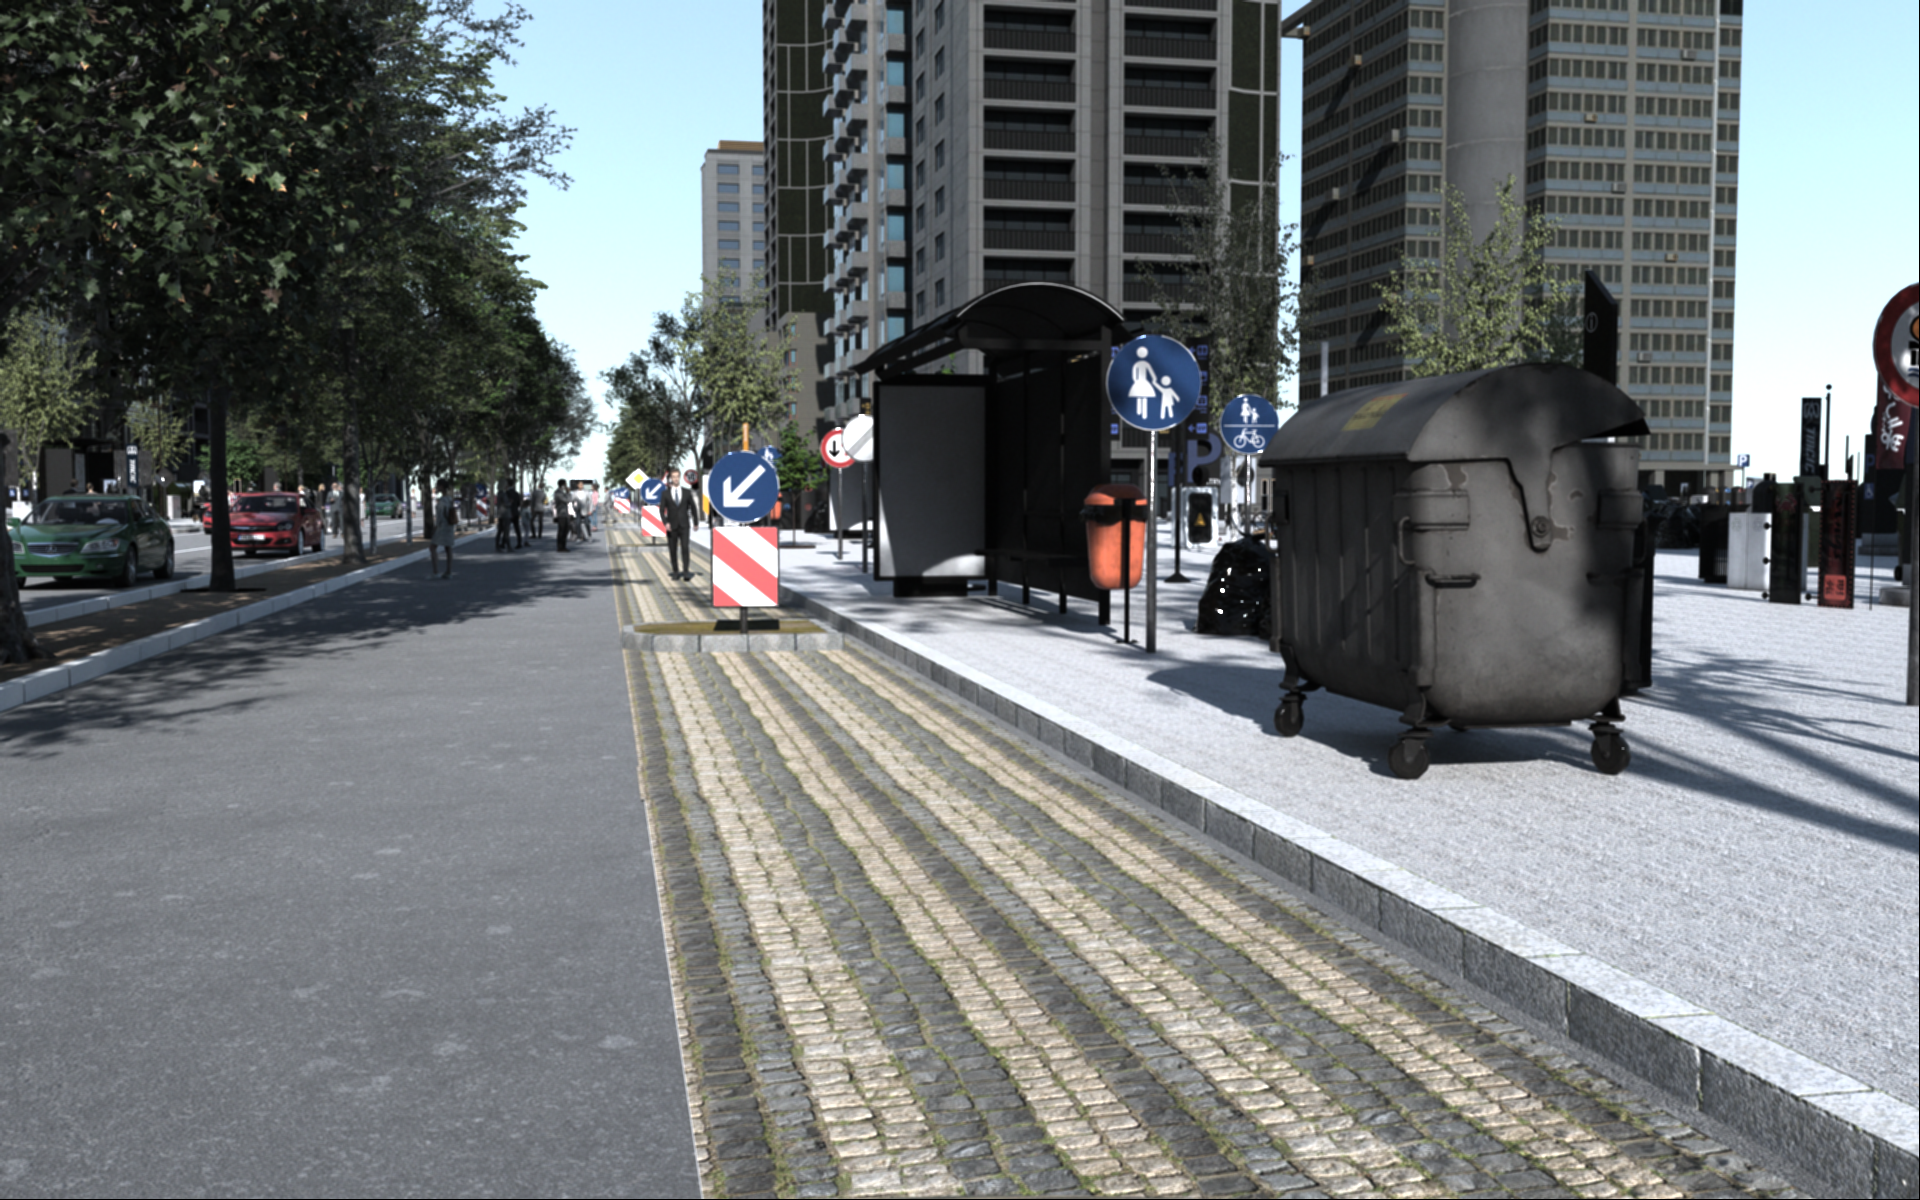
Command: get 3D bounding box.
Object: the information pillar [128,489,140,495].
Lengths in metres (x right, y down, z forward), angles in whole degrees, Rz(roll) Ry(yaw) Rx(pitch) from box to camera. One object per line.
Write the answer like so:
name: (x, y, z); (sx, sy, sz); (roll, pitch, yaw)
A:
information pillar: (-54.686, -7.526, 114.398); (0.183, 3.616, 0.504); (3, 5, 43)

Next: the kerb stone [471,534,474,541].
kerb stone: (-14.912, -1.852, 52.469); (0.120, 0.150, 1.000); (-1, 4, -12)

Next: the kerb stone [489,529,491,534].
kerb stone: (-16.579, -2.343, 60.503); (0.120, 0.150, 1.000); (-1, 4, -12)

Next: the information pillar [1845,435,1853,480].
information pillar: (35.342, -4.754, 69.077); (0.183, 3.616, 0.504); (2, 4, 26)

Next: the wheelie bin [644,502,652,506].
wheelie bin: (-24.248, -7.768, 134.916); (0.693, 1.594, 0.980); (-2, 4, -35)

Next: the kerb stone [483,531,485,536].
kerb stone: (-15.956, -2.159, 57.498); (0.120, 0.150, 1.000); (-1, 4, -12)

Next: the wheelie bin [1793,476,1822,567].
wheelie bin: (14.868, -1.381, 30.494); (0.980, 1.594, 0.693); (-2, 4, -23)

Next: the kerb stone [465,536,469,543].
kerb stone: (-14.491, -1.728, 50.460); (0.120, 0.150, 1.000); (-1, 4, -12)

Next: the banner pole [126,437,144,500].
banner pole: (-35.870, -5.227, 75.476); (0.863, 3.779, 0.401); (-1, 4, -15)

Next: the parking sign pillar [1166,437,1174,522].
parking sign pillar: (10.338, -5.647, 80.804); (1.447, 3.967, 1.447); (3, 4, 37)

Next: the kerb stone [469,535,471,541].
kerb stone: (-14.699, -1.781, 51.462); (0.120, 0.150, 1.000); (-1, 4, -12)

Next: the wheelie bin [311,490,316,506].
wheelie bin: (-53.612, -8.288, 143.411); (0.693, 1.594, 0.980); (3, 4, 36)

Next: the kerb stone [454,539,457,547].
kerb stone: (-13.653, -1.483, 46.447); (0.120, 0.150, 1.000); (-1, 4, -12)

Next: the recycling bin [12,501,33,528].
recycling bin: (-32.371, -2.899, 59.949); (0.722, 1.027, 0.722); (-2, 4, -30)

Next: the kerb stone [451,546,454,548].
kerb stone: (-13.449, -1.419, 45.446); (0.120, 0.150, 1.000); (-1, 4, -12)

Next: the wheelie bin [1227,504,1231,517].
wheelie bin: (12.998, -4.582, 82.821); (0.980, 1.594, 0.693); (1, 4, 14)

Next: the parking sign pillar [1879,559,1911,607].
parking sign pillar: (11.387, -1.916, 19.803); (1.447, 3.967, 1.447); (0, 4, 0)

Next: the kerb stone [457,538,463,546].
kerb stone: (-14.075, -1.604, 48.456); (0.120, 0.150, 1.000); (-1, 4, -12)

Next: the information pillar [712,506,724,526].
information pillar: (-8.758, -3.556, 62.628); (0.304, 2.012, 0.304); (3, 4, 36)

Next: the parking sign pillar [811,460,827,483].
parking sign pillar: (-9.112, -7.678, 114.004); (1.447, 3.967, 1.447); (-1, 4, -10)

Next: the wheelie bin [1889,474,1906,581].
wheelie bin: (14.155, -1.072, 25.428); (0.693, 1.594, 0.980); (-3, 5, -41)

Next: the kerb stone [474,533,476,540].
kerb stone: (-15.121, -1.913, 53.470); (0.120, 0.150, 1.000); (-1, 4, -12)

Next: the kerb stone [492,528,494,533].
kerb stone: (-16.995, -2.466, 62.511); (0.120, 0.150, 1.000); (-1, 4, -12)

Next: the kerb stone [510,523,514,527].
kerb stone: (-20.654, -3.540, 80.145); (0.120, 0.150, 1.000); (-1, 4, -12)

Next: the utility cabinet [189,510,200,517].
utility cabinet: (-41.921, -5.320, 95.663); (1.173, 1.500, 0.318); (0, 4, -3)

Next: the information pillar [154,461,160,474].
information pillar: (-56.346, -7.972, 121.691); (0.504, 3.616, 0.183); (-2, 4, -24)

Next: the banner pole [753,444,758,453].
banner pole: (-10.168, -5.948, 87.265); (0.863, 3.779, 0.401); (-3, 4, -36)

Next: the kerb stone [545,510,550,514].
kerb stone: (-30.879, -6.550, 129.292); (0.120, 0.150, 1.000); (-1, 4, -12)

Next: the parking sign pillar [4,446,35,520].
parking sign pillar: (-50.609, -6.421, 93.461); (1.447, 3.967, 1.447); (-1, 4, -14)

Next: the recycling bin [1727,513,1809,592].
recycling bin: (10.813, -0.651, 23.194); (0.722, 1.027, 0.722); (-1, 4, -21)

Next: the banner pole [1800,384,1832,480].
banner pole: (19.557, -3.029, 39.539); (0.863, 3.779, 0.401); (0, 4, -3)

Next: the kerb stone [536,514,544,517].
kerb stone: (-27.950, -5.689, 115.242); (0.120, 0.150, 1.000); (-1, 4, -12)

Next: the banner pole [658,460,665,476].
banner pole: (-21.966, -8.369, 126.856); (0.401, 3.779, 0.863); (-1, 4, -18)

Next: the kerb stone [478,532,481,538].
kerb stone: (-15.531, -2.036, 55.477); (0.120, 0.150, 1.000); (-1, 4, -12)

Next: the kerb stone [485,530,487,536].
kerb stone: (-16.168, -2.220, 58.498); (0.120, 0.150, 1.000); (-1, 4, -12)

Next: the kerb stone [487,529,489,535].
kerb stone: (-16.365, -2.282, 59.501); (0.120, 0.150, 1.000); (-1, 4, -12)

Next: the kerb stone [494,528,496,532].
kerb stone: (-17.205, -2.527, 63.515); (0.120, 0.150, 1.000); (-1, 4, -12)

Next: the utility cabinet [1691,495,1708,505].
utility cabinet: (38.017, -4.765, 89.074); (0.306, 1.237, 1.020); (-1, 4, -10)

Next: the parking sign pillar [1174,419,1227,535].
parking sign pillar: (7.659, -4.030, 54.362); (1.447, 3.967, 1.447); (0, 4, -4)

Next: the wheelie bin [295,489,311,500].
wheelie bin: (-46.117, -6.913, 120.933); (0.693, 1.594, 0.980); (3, 5, 40)

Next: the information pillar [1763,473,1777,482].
information pillar: (27.929, -3.381, 59.771); (0.304, 2.012, 0.304); (-2, 4, -27)

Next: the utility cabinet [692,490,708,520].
utility cabinet: (-12.672, -4.704, 85.586); (1.173, 1.500, 0.318); (1, 4, 23)

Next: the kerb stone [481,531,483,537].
kerb stone: (-15.751, -2.097, 56.495); (0.120, 0.150, 1.000); (-1, 4, -12)

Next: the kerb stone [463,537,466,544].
kerb stone: (-14.287, -1.667, 49.458); (0.120, 0.150, 1.000); (-1, 4, -12)

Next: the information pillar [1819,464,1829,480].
information pillar: (21.309, -2.353, 42.965); (0.304, 2.012, 0.304); (0, 4, 5)

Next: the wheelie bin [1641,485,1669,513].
wheelie bin: (23.414, -3.096, 58.524); (0.980, 1.594, 0.693); (-1, 4, -15)

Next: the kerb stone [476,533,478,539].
kerb stone: (-15.330, -1.974, 54.474); (0.120, 0.150, 1.000); (-1, 4, -12)

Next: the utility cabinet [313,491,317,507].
utility cabinet: (-51.573, -7.915, 138.088); (1.173, 1.500, 0.318); (1, 4, 18)

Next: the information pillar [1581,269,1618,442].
information pillar: (6.601, -1.626, 17.945); (0.183, 3.616, 0.504); (-1, 4, -13)

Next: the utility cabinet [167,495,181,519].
utility cabinet: (-40.540, -4.783, 89.366); (0.306, 1.237, 1.020); (0, 4, -2)

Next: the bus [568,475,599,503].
bus: (-38.009, -11.009, 174.853); (2.948, 3.499, 13.247); (-1, 4, -11)

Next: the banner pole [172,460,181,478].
banner pole: (-58.050, -8.471, 128.514); (0.401, 3.779, 0.863); (2, 4, 29)
